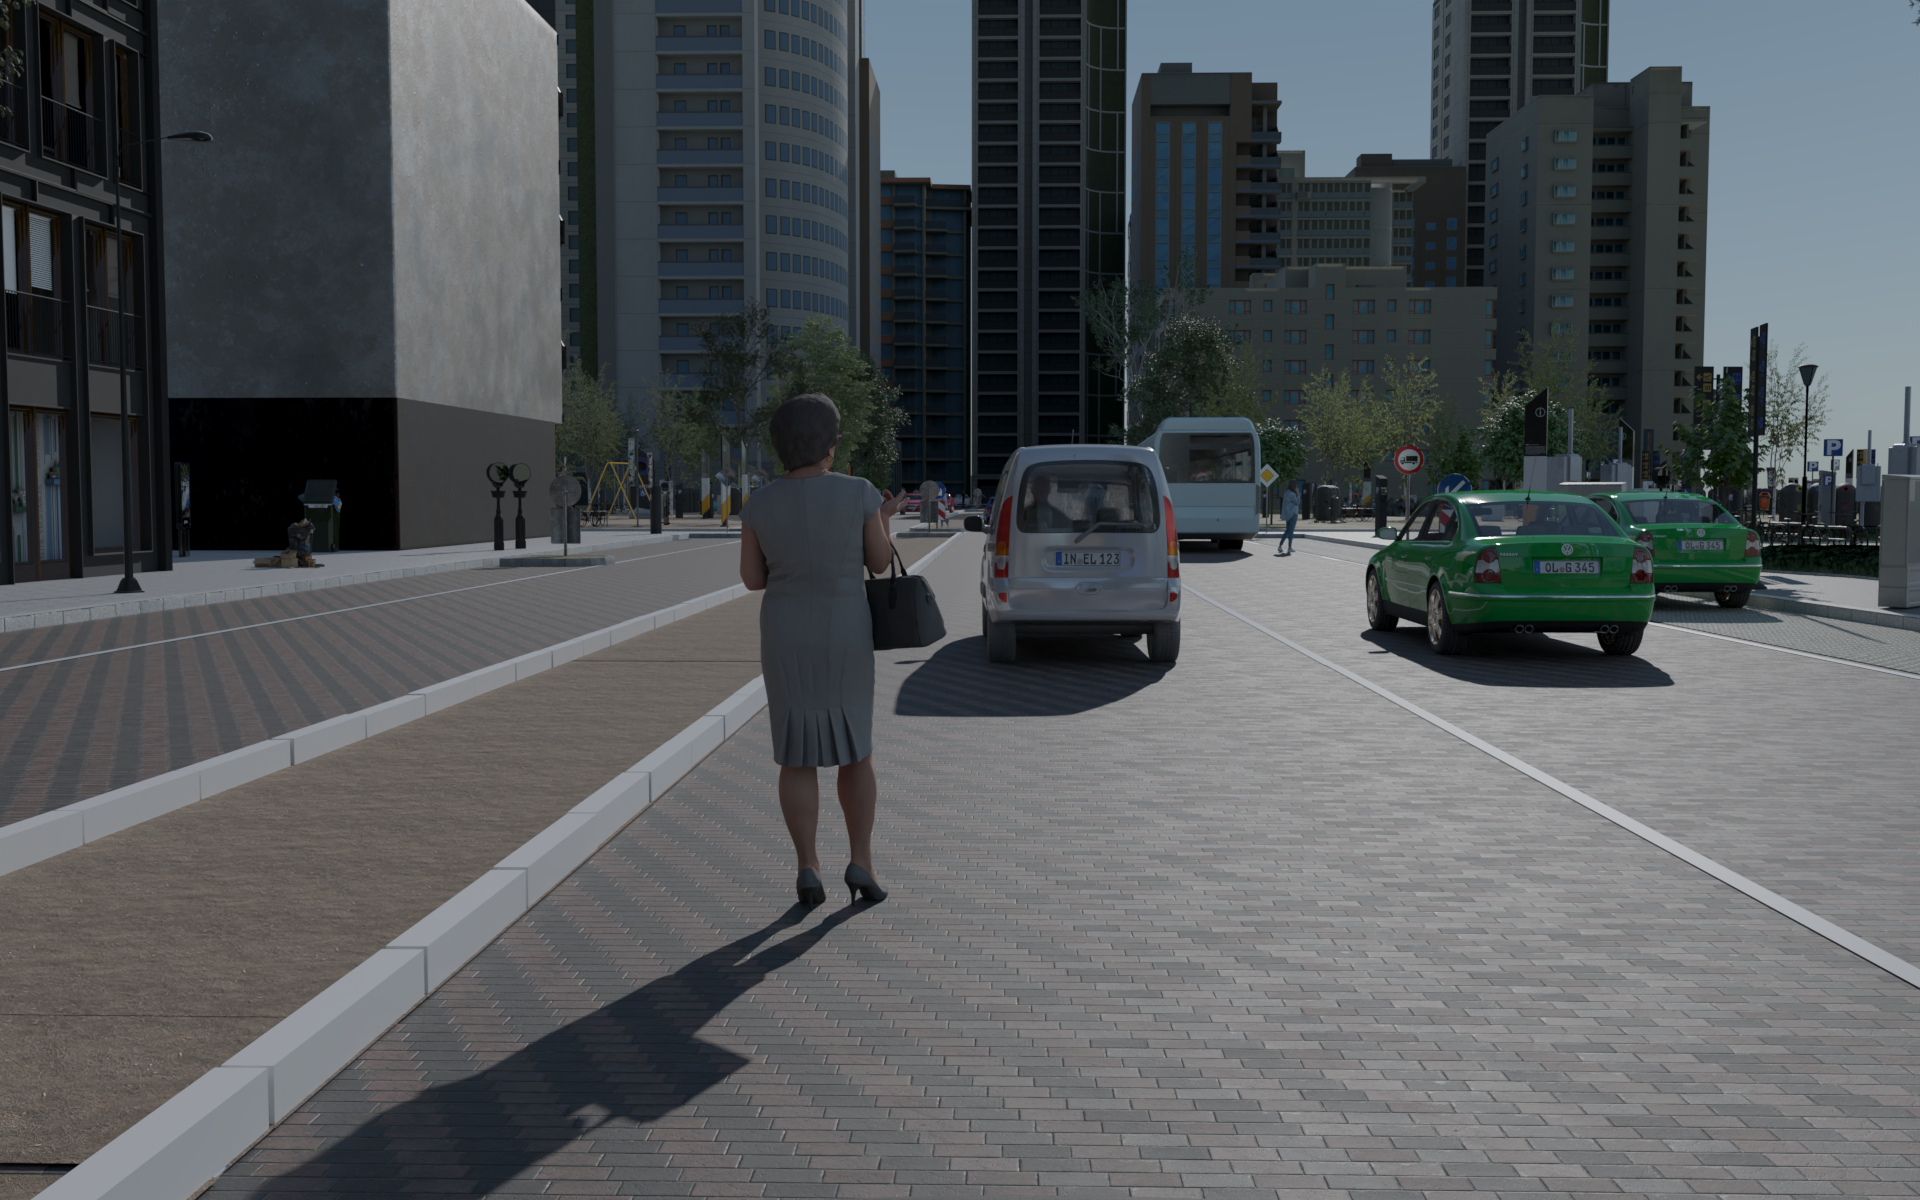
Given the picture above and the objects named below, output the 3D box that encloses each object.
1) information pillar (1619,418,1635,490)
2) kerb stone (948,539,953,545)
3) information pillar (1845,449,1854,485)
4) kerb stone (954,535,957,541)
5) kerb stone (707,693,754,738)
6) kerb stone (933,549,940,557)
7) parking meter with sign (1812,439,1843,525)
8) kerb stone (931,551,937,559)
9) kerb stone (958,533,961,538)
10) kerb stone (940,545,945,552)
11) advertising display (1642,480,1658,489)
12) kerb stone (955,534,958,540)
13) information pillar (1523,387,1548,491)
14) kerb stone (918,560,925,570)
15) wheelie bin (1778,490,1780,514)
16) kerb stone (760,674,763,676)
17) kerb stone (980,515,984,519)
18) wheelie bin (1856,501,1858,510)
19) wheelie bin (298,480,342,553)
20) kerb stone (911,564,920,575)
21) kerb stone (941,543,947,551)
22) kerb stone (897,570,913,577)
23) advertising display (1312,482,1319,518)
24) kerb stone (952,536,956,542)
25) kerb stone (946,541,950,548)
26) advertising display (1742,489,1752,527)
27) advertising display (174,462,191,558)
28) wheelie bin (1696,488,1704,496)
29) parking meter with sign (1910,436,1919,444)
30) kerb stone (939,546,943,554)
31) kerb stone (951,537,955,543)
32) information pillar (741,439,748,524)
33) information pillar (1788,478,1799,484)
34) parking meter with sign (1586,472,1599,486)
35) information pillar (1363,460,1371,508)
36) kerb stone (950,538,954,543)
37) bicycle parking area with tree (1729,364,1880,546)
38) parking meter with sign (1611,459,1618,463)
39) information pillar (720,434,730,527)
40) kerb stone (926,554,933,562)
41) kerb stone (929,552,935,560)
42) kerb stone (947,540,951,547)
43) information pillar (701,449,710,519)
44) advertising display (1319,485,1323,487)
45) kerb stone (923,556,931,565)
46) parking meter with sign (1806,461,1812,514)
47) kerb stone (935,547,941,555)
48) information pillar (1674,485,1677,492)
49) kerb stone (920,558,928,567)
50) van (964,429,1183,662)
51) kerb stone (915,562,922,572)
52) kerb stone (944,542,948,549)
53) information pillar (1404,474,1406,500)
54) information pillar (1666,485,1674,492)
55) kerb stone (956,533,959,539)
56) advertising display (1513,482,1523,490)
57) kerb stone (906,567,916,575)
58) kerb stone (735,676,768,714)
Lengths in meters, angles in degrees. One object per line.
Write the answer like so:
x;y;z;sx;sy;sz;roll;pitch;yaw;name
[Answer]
20.469;-3.787;53.280;0.183;3.616;0.504;-3;5;-41;information pillar
-0.344;-1.476;46.423;0.120;0.150;1.000;0;4;2;kerb stone
46.362;-6.052;90.299;0.183;3.616;0.504;-1;4;-13;information pillar
-0.225;-1.732;50.516;0.120;0.150;1.000;0;4;2;kerb stone
-1.407;0.712;10.554;0.120;0.150;1.000;0;4;2;kerb stone
-0.586;-0.980;38.222;0.120;0.150;1.000;0;4;2;kerb stone
27.864;-3.629;55.598;0.543;3.016;1.738;1;4;18;parking meter with sign
-0.625;-0.912;37.195;0.120;0.150;1.000;0;4;2;kerb stone
-0.127;-1.915;53.580;0.120;0.150;1.000;0;4;2;kerb stone
-0.505;-1.168;41.297;0.120;0.150;1.000;0;4;2;kerb stone
32.025;-4.589;80.238;0.123;1.923;0.974;-2;4;-31;advertising display
-0.199;-1.795;51.538;0.120;0.150;1.000;0;4;2;kerb stone
12.625;-2.851;37.972;0.504;3.616;0.183;1;4;23;information pillar
-0.776;-0.603;32.061;0.120;0.150;1.000;0;4;2;kerb stone
58.329;-7.077;123.615;0.980;1.594;0.693;-2;4;-24;wheelie bin
-1.346;0.591;12.604;0.120;0.150;1.000;0;4;2;kerb stone
1.500;-5.275;108.459;0.120;0.150;1.000;0;4;2;kerb stone
56.680;-6.248;110.056;0.980;1.594;0.693;0;4;-6;wheelie bin
-14.073;-1.851;38.172;0.980;1.594;0.693;0;4;-3;wheelie bin
-0.832;-0.478;30.017;0.120;0.150;1.000;0;4;2;kerb stone
-0.467;-1.231;42.324;0.120;0.150;1.000;0;4;2;kerb stone
-0.892;-0.352;27.967;0.120;0.150;1.000;0;4;2;kerb stone
19.402;-5.486;94.913;0.123;1.923;0.974;0;4;4;advertising display
-0.261;-1.670;49.492;0.120;0.150;1.000;0;4;2;kerb stone
-0.405;-1.355;44.375;0.120;0.150;1.000;0;4;2;kerb stone
29.915;-3.699;65.684;0.974;1.923;0.123;-3;4;-37;advertising display
-15.872;-1.846;35.389;0.123;1.923;0.974;-1;4;-15;advertising display
39.486;-5.202;92.961;0.693;1.594;0.980;-2;4;-28;wheelie bin
28.466;-3.370;51.363;0.543;3.016;1.738;2;4;25;parking meter with sign
-0.525;-1.106;40.274;0.120;0.150;1.000;0;4;2;kerb stone
-0.291;-1.607;48.466;0.120;0.150;1.000;0;4;2;kerb stone
-9.151;-5.030;73.598;0.183;3.616;0.504;-2;4;-26;information pillar
36.992;-4.430;76.919;0.304;2.012;0.304;-1;4;-22;information pillar
50.144;-8.567;136.332;0.543;3.016;1.738;-3;4;-36;parking meter with sign
27.191;-7.606;115.708;0.504;3.616;0.183;2;4;23;information pillar
-0.312;-1.543;47.444;0.120;0.150;1.000;0;4;2;kerb stone
21.317;-3.168;38.798;8.231;4.147;9.016;0;4;7;bicycle parking area with tree
32.217;-5.422;84.908;0.543;3.016;1.738;1;4;19;parking meter with sign
-9.170;-4.668;67.680;0.183;3.616;0.504;2;4;31;information pillar
-0.683;-0.791;35.147;0.120;0.150;1.000;0;4;2;kerb stone
-0.654;-0.855;36.169;0.120;0.150;1.000;0;4;2;kerb stone
-0.375;-1.414;45.398;0.120;0.150;1.000;0;4;2;kerb stone
-13.146;-5.998;89.421;0.504;3.616;0.183;2;4;35;information pillar
24.549;-6.877;117.652;0.974;1.923;0.123;-3;5;-41;advertising display
-0.711;-0.729;34.123;0.120;0.150;1.000;0;4;2;kerb stone
43.615;-5.599;87.797;0.543;3.016;1.738;-2;4;-24;parking meter with sign
-0.563;-1.043;39.244;0.120;0.150;1.000;0;4;2;kerb stone
57.255;-8.221;138.897;0.304;2.012;0.304;-2;4;-25;information pillar
-0.744;-0.666;33.090;0.120;0.150;1.000;0;4;2;kerb stone
1.043;-0.559;16.153;2.013;2.044;4.112;0;4;0;van
-0.803;-0.541;31.038;0.120;0.150;1.000;0;4;2;kerb stone
-0.435;-1.294;43.345;0.120;0.150;1.000;0;4;2;kerb stone
27.486;-7.045;106.537;0.183;3.616;0.504;-1;4;-19;information pillar
54.805;-7.916;133.925;0.304;2.012;0.304;3;5;43;information pillar
-0.167;-1.856;52.559;0.120;0.150;1.000;0;4;2;kerb stone
30.222;-5.387;93.284;0.974;1.923;0.123;-1;4;-21;advertising display
-0.864;-0.415;28.988;0.120;0.150;1.000;0;4;2;kerb stone
-1.381;0.649;11.577;0.120;0.150;1.000;0;4;2;kerb stone
